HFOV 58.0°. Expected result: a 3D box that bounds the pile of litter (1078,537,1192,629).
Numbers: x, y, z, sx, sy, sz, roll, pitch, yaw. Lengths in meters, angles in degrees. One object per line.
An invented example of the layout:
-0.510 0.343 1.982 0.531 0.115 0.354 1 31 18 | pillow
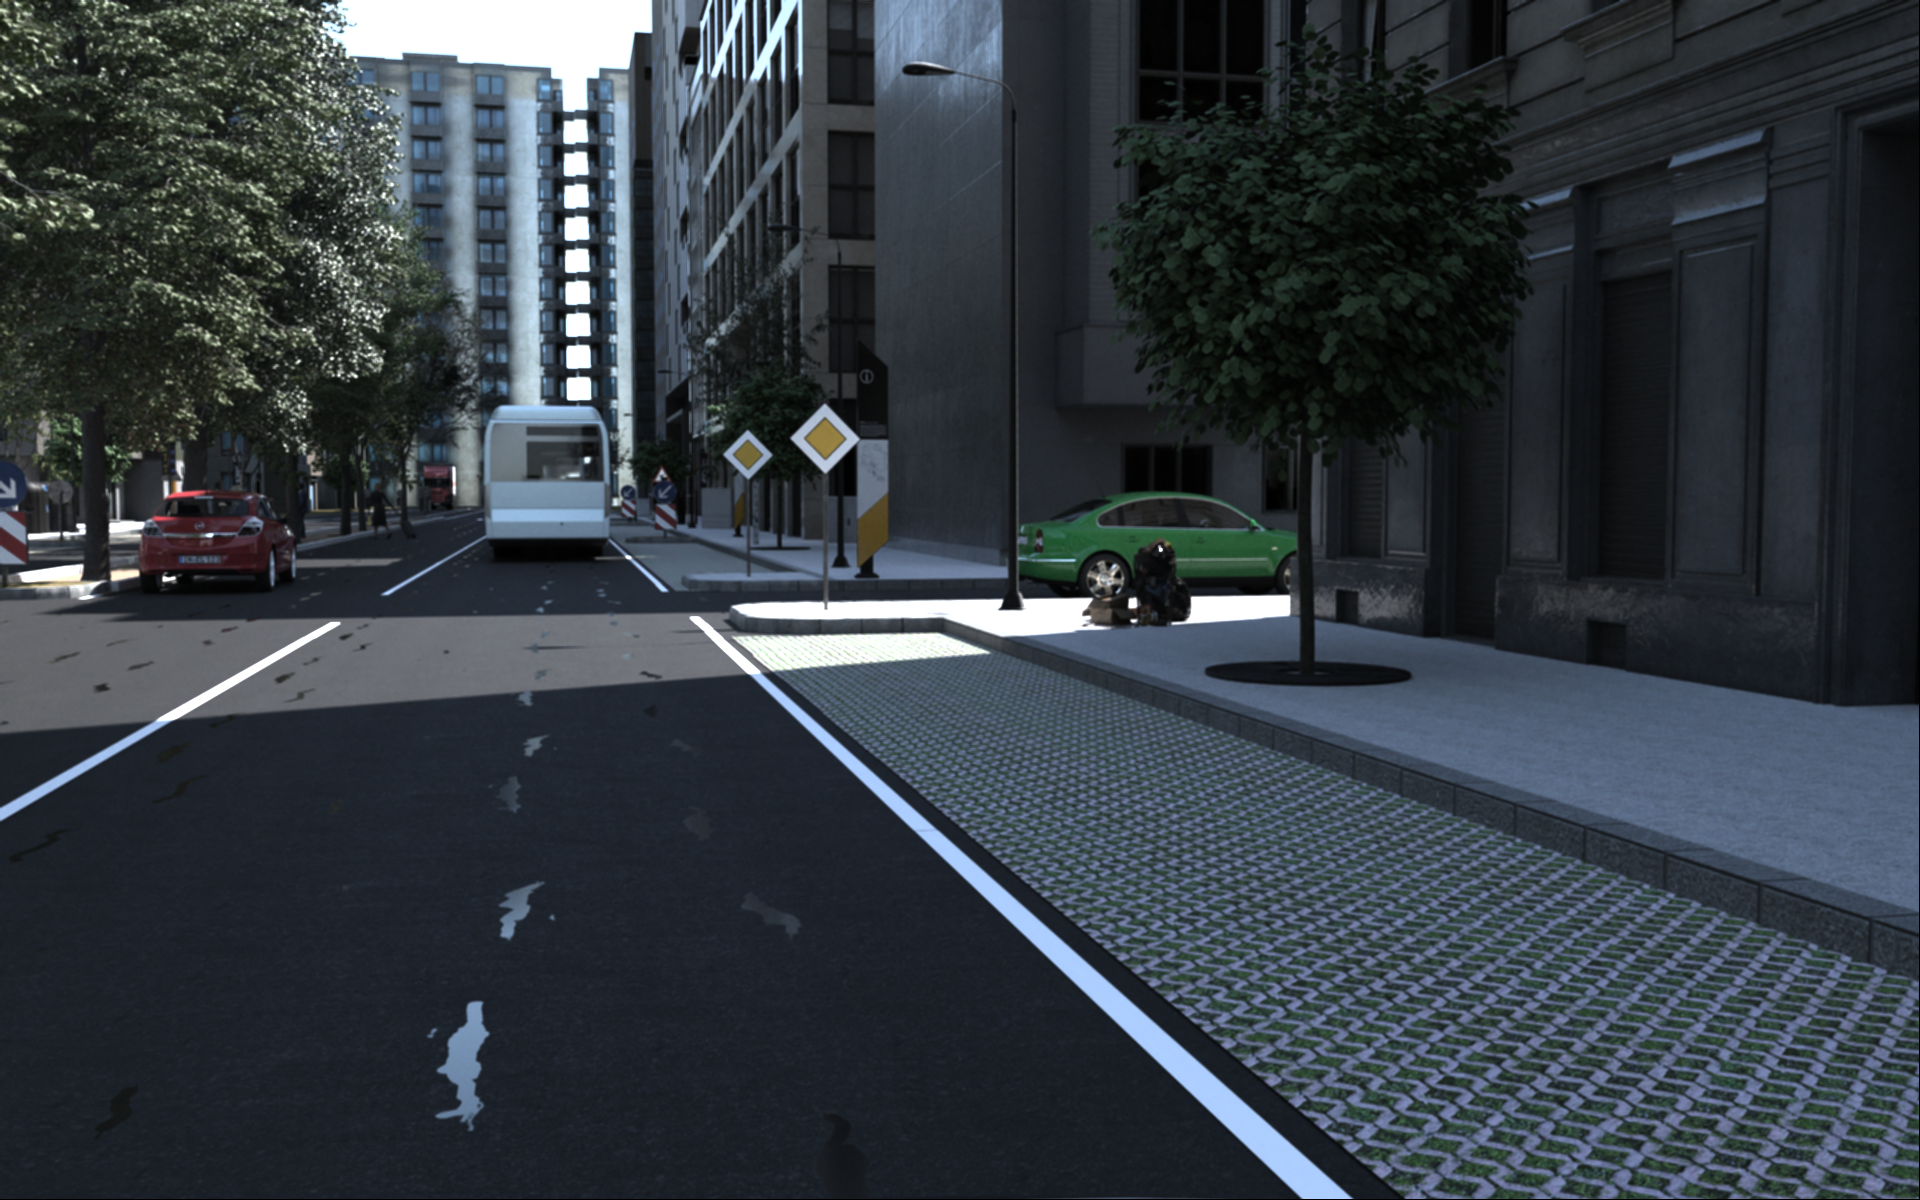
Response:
1.700 -0.204 17.300 1.176 0.858 1.719 3 5 41 | pile of litter

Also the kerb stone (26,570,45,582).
-15.243 -0.378 28.376 0.120 0.150 1.000 -1 4 -13 | kerb stone

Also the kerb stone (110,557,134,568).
-16.628 -0.744 34.360 0.120 0.150 1.000 -1 4 -13 | kerb stone

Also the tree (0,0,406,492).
-16.003 -7.750 35.831 9.857 13.997 8.962 0 3 0 | tree

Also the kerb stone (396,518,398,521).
-29.568 -4.167 90.323 0.120 0.150 1.000 -1 4 -13 | kerb stone

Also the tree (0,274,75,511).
-28.966 -6.282 53.075 4.737 8.622 4.395 0 3 0 | tree

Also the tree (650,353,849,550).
-4.141 -3.452 40.154 4.285 4.588 4.351 0 3 0 | tree

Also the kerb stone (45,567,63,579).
-15.470 -0.439 29.374 0.120 0.150 1.000 -1 4 -13 | kerb stone

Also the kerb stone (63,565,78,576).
-15.710 -0.500 30.368 0.120 0.150 1.000 -1 4 -13 | kerb stone

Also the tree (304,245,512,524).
-26.617 -10.386 82.633 12.009 13.543 11.850 0 3 0 | tree

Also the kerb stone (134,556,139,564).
-16.853 -0.804 35.361 0.120 0.150 1.000 -1 4 -13 | kerb stone

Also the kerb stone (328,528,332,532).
-23.569 -2.578 64.352 0.120 0.150 1.000 -1 4 -13 | kerb stone

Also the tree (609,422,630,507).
-35.609 -13.821 176.331 4.360 8.622 3.978 0 3 0 | tree

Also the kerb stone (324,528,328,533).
-23.335 -2.517 63.349 0.120 0.150 1.000 -1 4 -13 | kerb stone

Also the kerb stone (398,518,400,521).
-29.777 -4.219 91.324 0.120 0.150 1.000 -1 4 -13 | kerb stone

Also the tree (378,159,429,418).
-19.189 -7.875 49.336 7.486 12.596 7.792 0 3 0 | tree

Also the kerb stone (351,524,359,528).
-25.641 -3.129 73.347 0.120 0.150 1.000 -1 4 -13 | kerb stone

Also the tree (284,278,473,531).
-23.019 -7.936 66.616 8.767 10.594 7.601 -1 4 -13 | tree

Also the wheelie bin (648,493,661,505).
-15.273 -4.856 87.307 0.980 1.594 0.693 -2 4 -26 | wheelie bin

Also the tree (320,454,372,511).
-49.789 -9.657 141.610 4.285 4.588 4.351 0 3 0 | tree

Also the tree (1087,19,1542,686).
2.515 -1.742 12.198 4.285 4.588 4.351 0 3 0 | tree

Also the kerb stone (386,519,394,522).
-29.101 -4.045 88.325 0.120 0.150 1.000 -1 4 -13 | kerb stone

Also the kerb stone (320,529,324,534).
-23.100 -2.456 62.347 0.120 0.150 1.000 -1 4 -13 | kerb stone

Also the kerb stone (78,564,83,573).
-15.935 -0.560 31.365 0.120 0.150 1.000 -1 4 -13 | kerb stone

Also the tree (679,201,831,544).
-5.258 -5.741 44.233 4.360 8.622 3.978 0 3 0 | tree

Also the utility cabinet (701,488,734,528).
-8.972 -3.397 64.225 1.173 1.500 0.318 1 4 14 | utility cabinet

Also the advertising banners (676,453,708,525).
-11.360 -4.734 73.592 0.090 3.025 2.074 2 4 32 | advertising banners

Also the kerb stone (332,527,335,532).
-23.792 -2.640 65.353 0.120 0.150 1.000 -1 4 -13 | kerb stone

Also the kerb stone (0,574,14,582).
-15.022 -0.314 27.378 0.120 0.150 1.000 -1 4 -13 | kerb stone

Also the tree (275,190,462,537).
-20.615 -7.942 58.057 9.928 11.665 9.643 0 3 0 | tree

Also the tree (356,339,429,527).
-24.653 -7.394 73.717 4.737 8.622 4.395 0 3 0 | tree

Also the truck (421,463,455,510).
-48.391 -10.524 160.976 2.839 4.237 11.283 -1 4 -14 | truck

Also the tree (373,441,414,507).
-56.110 -13.535 171.662 4.360 8.622 3.978 0 3 0 | tree

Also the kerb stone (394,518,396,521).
-29.330 -4.106 89.323 0.120 0.150 1.000 -1 4 -13 | kerb stone

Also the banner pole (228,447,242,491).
-38.682 -6.259 92.359 0.863 3.779 0.401 -1 4 -21 | banner pole

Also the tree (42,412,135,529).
-32.001 -4.885 63.583 4.285 4.588 4.351 0 3 0 | tree

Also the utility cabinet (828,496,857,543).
-3.063 -2.101 45.513 1.020 1.237 0.306 1 4 14 | utility cabinet

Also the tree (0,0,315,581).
-13.490 -6.489 26.679 7.486 12.596 7.792 0 3 0 | tree

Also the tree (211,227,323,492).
-17.948 -5.532 43.260 4.737 8.622 4.395 0 3 0 | tree

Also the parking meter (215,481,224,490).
-34.373 -4.569 80.410 0.399 1.863 0.255 2 4 29 | parking meter

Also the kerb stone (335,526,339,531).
-24.019 -2.701 66.351 0.120 0.150 1.000 -1 4 -13 | kerb stone

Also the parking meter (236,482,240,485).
-35.506 -4.874 85.401 0.255 1.863 0.399 0 4 -5 | parking meter

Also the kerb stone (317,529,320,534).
-22.876 -2.395 61.346 0.120 0.150 1.000 -1 4 -13 | kerb stone

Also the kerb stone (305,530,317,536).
-22.636 -2.326 60.349 0.120 0.150 1.000 -1 4 -13 | kerb stone

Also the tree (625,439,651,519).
-15.597 -6.494 89.897 4.285 4.588 4.351 0 3 0 | tree
